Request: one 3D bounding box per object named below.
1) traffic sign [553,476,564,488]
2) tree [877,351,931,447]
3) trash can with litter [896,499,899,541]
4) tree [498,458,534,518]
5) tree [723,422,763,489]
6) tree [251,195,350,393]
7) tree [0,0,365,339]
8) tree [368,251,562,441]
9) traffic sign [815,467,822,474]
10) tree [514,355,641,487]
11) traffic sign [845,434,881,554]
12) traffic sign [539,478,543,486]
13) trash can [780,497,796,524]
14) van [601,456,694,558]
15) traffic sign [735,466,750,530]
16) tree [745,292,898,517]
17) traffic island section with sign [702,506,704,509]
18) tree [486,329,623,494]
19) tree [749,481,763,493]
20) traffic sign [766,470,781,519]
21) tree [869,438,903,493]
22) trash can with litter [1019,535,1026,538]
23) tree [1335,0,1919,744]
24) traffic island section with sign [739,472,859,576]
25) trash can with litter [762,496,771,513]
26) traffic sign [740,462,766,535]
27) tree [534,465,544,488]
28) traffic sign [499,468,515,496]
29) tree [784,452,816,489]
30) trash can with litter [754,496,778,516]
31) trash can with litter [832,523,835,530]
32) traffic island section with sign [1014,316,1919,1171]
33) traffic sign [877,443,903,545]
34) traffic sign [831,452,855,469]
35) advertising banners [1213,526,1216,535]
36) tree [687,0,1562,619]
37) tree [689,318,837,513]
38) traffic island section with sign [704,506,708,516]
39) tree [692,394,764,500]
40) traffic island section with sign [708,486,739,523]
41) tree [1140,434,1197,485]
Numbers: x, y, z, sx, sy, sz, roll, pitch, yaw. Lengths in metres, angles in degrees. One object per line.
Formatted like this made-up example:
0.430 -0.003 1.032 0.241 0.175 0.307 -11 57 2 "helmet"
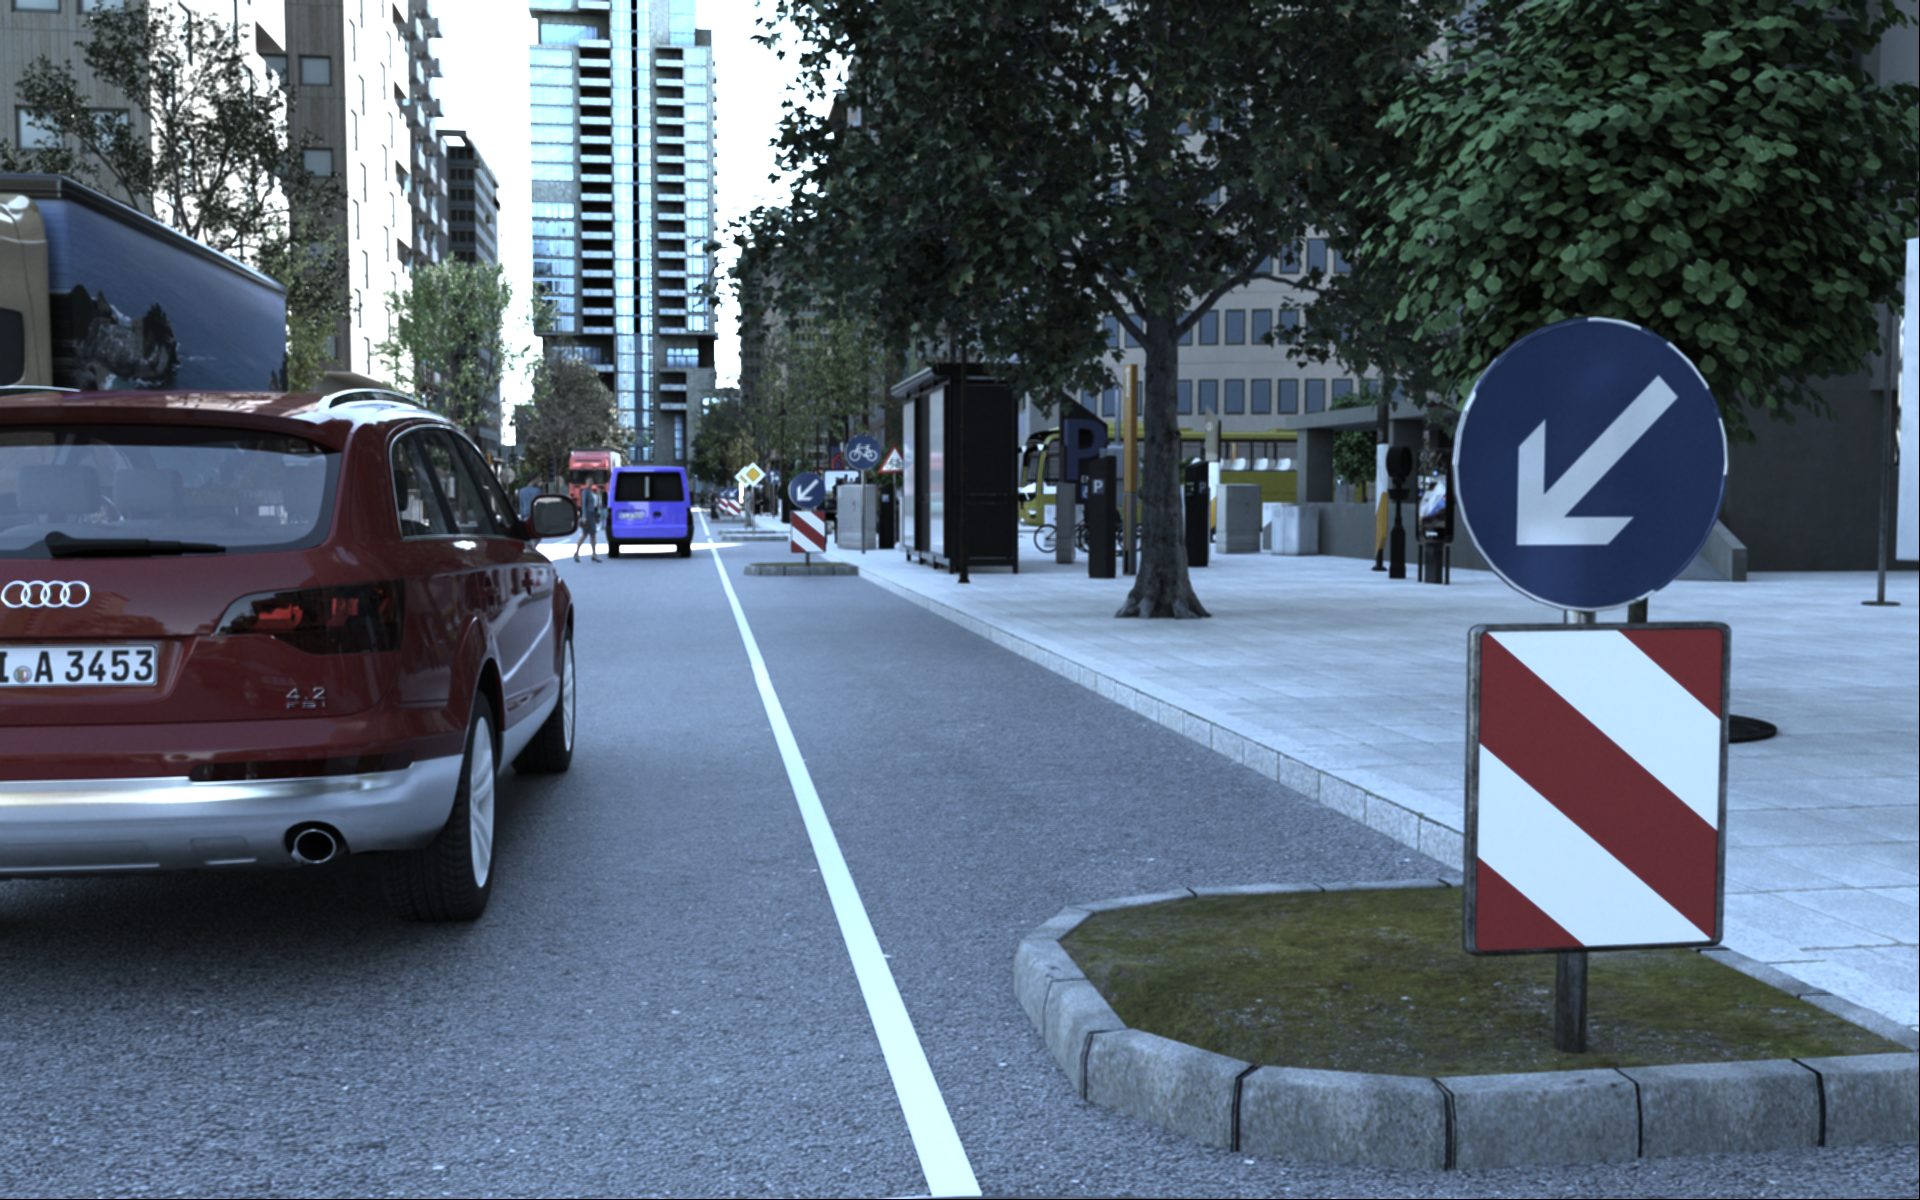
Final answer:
-27.799 -7.328 119.926 0.768 2.556 0.104 0 4 -2 "traffic sign"
-2.273 -8.292 85.942 4.360 8.622 3.978 0 3 0 "tree"
-1.562 -2.162 46.739 0.624 1.170 1.055 3 5 44 "trash can with litter"
-24.101 -6.047 93.464 1.663 3.219 1.824 0 3 0 "tree"
-20.808 -13.280 167.497 4.360 8.622 3.978 0 3 0 "tree"
-16.871 -5.645 42.652 4.737 8.622 4.395 0 3 0 "tree"
-14.995 -5.973 32.065 8.767 10.594 7.601 0 4 0 "tree"
-20.956 -9.019 73.215 9.928 11.665 9.643 0 3 0 "tree"
-6.341 -4.735 77.424 0.884 2.594 0.081 0 4 -8 "traffic sign"
-31.558 -13.718 141.290 9.611 12.733 9.660 0 3 0 "tree"
-2.068 -2.260 37.051 0.768 2.556 0.104 0 4 -2 "traffic sign"
-29.471 -7.377 120.711 0.768 2.556 0.104 0 4 -7 "traffic sign"
-7.458 -3.905 75.508 0.748 1.137 0.748 0 3 0 "trash can"
-7.333 -2.225 40.756 2.240 2.365 5.245 -1 4 -11 "van"
-7.654 -3.560 61.841 0.795 2.450 0.064 -1 4 -9 "traffic sign"
-3.378 -6.064 49.503 4.737 8.622 4.395 0 3 0 "tree"
-23.171 -9.416 162.574 1.989 1.847 2.006 -1 4 -9 "traffic island section with sign"
-29.964 -13.339 128.457 12.009 13.543 11.850 0 3 0 "tree"
-17.320 -9.184 144.757 1.663 3.219 1.824 0 3 0 "tree"
-9.705 -5.510 90.198 0.768 2.556 0.104 0 4 -2 "traffic sign"
-3.821 -7.168 100.915 4.285 4.588 4.351 0 3 0 "tree"
1.185 -2.477 51.563 1.678 1.210 2.233 -2 4 -26 "trash can with litter"
3.646 -1.575 9.471 4.285 4.588 4.351 0 3 0 "tree"
-2.907 -1.386 31.292 1.989 1.847 2.006 -1 4 -9 "traffic island section with sign"
-13.092 -6.565 118.731 1.055 1.170 0.624 2 4 34 "trash can with litter"
-6.436 -3.077 53.949 0.795 2.450 0.064 -1 4 -9 "traffic sign"
-24.407 -6.285 97.369 1.663 3.219 1.824 0 3 0 "tree"
-21.812 -5.098 83.464 0.768 2.556 0.104 0 4 -5 "traffic sign"
-6.466 -4.773 72.645 1.663 3.219 1.824 0 3 0 "tree"
-11.015 -5.511 101.164 2.233 1.210 1.678 -1 4 -22 "trash can with litter"
-4.372 -3.153 62.603 1.678 1.210 2.233 1 4 13 "trash can with litter"
1.202 0.243 4.650 1.989 1.847 2.006 -1 4 -9 "traffic island section with sign"
-1.651 -2.684 43.886 0.884 2.594 0.081 0 4 -3 "traffic sign"
-3.530 -3.214 52.654 0.768 2.556 0.104 0 4 -5 "traffic sign"
7.311 -3.608 55.183 2.074 3.025 0.090 2 4 24 "advertising banners"
2.010 -6.168 17.853 9.611 12.733 9.660 0 3 0 "tree"
-13.584 -12.842 120.343 12.009 13.543 11.850 0 3 0 "tree"
-15.596 -6.413 113.479 1.989 1.847 2.006 -1 4 -9 "traffic island section with sign"
-23.278 -15.310 176.078 9.928 11.665 9.643 0 3 0 "tree"
-11.475 -4.784 86.839 1.989 1.847 2.006 -1 4 -9 "traffic island section with sign"
5.677 -3.199 46.907 1.663 3.219 1.824 0 3 0 "tree"
